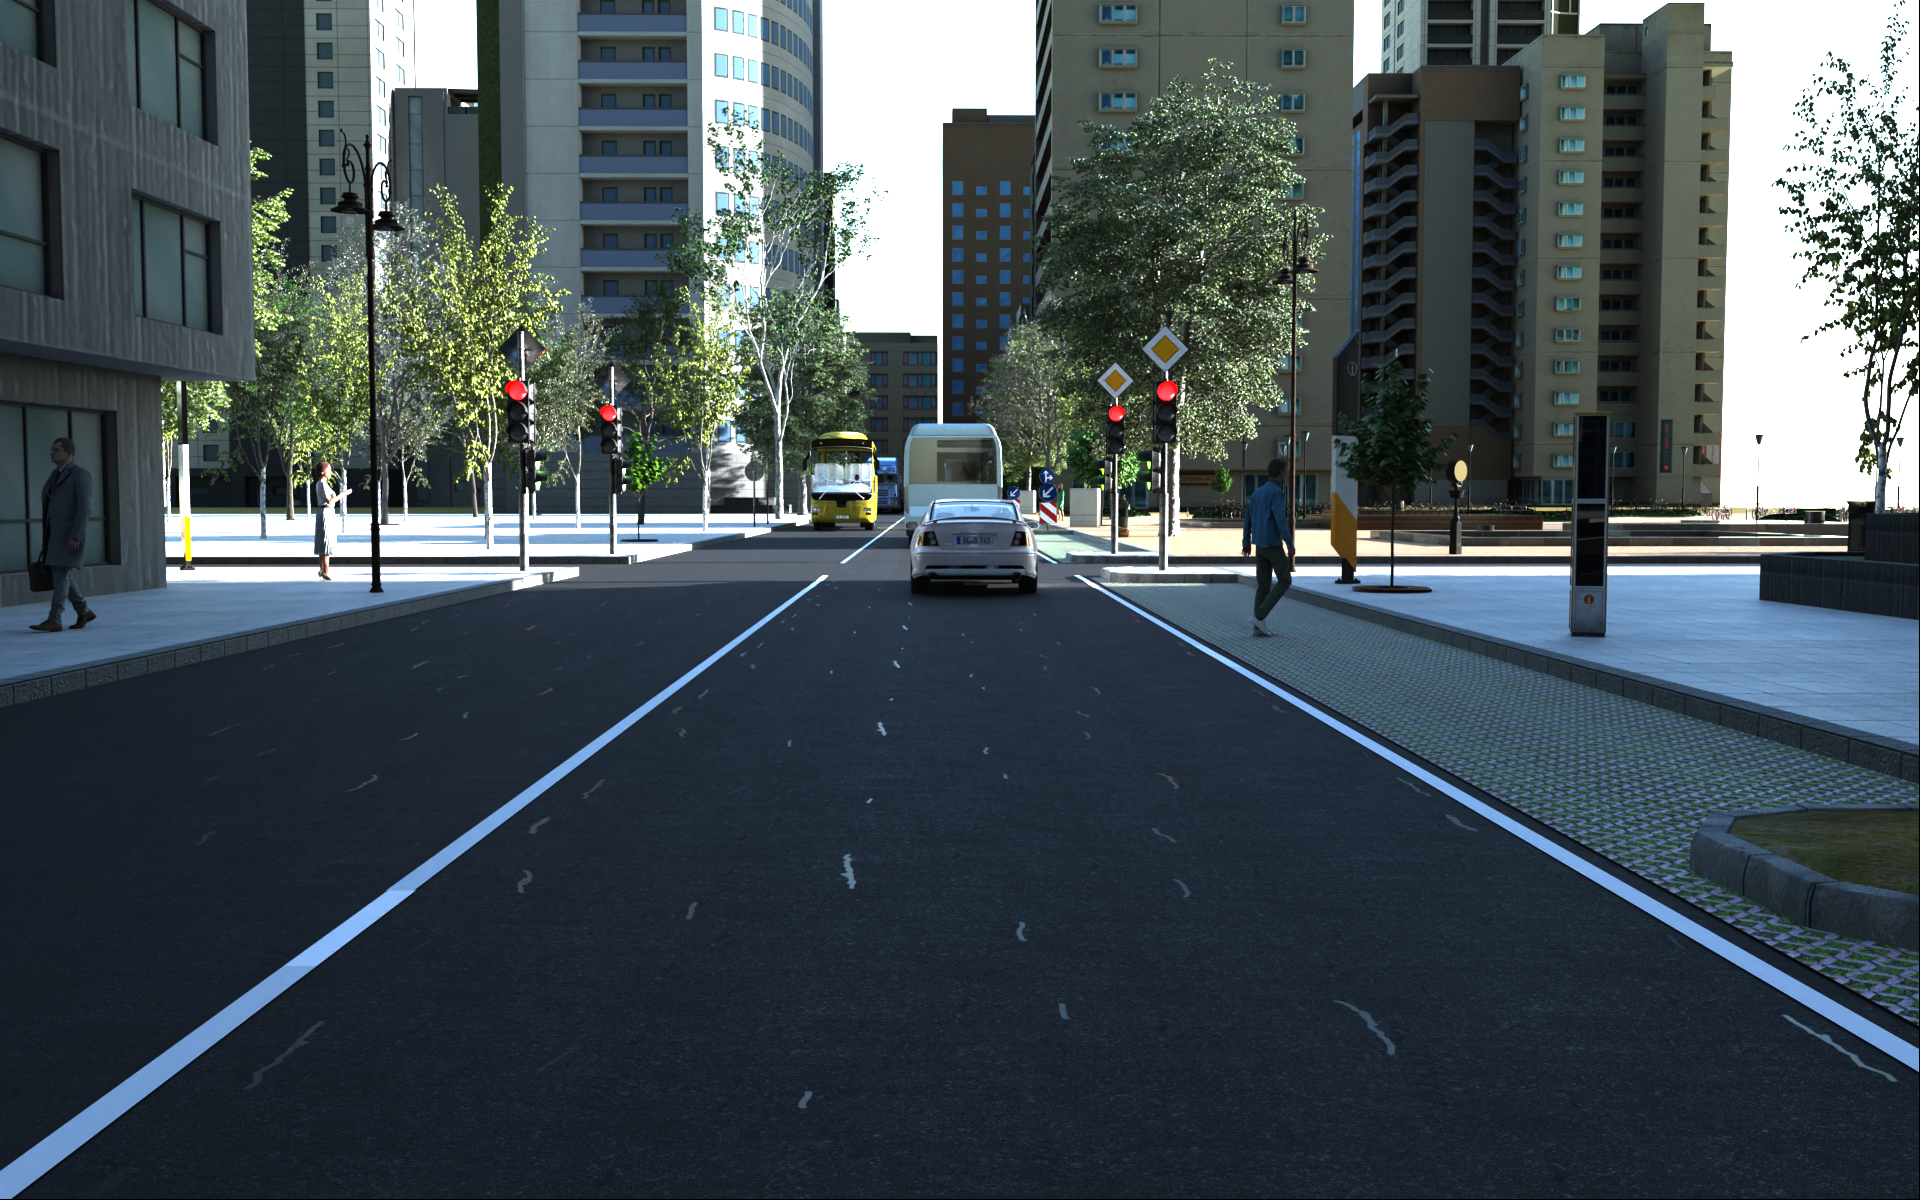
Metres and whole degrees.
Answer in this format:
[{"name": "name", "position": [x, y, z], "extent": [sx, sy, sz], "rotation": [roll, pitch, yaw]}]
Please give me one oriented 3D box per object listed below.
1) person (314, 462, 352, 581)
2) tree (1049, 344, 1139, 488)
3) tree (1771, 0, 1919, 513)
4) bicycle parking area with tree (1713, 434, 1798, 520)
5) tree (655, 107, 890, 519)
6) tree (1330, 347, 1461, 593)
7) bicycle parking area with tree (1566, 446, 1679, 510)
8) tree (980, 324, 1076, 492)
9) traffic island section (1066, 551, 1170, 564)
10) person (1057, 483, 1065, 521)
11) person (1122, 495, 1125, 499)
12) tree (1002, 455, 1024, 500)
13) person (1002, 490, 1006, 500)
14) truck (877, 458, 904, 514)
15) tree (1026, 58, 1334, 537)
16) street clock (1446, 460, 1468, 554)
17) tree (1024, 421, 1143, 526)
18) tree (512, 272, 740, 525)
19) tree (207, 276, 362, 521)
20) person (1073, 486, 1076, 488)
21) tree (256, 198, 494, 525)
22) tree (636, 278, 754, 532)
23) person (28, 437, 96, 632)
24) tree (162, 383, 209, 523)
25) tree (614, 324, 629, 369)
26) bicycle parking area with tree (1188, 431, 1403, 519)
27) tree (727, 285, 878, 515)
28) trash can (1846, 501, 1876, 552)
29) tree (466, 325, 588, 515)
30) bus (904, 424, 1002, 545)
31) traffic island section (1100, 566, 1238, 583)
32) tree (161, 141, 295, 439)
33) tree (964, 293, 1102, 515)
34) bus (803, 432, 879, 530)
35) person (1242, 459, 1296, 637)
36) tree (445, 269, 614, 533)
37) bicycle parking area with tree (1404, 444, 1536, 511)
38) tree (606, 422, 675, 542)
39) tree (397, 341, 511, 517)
[{"name": "person", "position": [-9.340, -1.170, 25.746], "extent": [0.524, 1.755, 0.480], "rotation": [-2, 4, -31]}, {"name": "tree", "position": [5.879, -7.860, 78.873], "extent": [4.737, 8.622, 4.395], "rotation": [0, 3, 0]}, {"name": "tree", "position": [14.564, -4.673, 26.773], "extent": [4.737, 8.622, 4.395], "rotation": [0, 3, 0]}, {"name": "bicycle parking area with tree", "position": [40.515, -5.798, 81.793], "extent": [9.016, 4.147, 8.231], "rotation": [-2, 4, -35]}, {"name": "tree", "position": [-10.637, -14.181, 87.744], "extent": [12.611, 20.169, 13.585], "rotation": [0, 3, 0]}, {"name": "tree", "position": [5.833, -1.727, 22.830], "extent": [1.663, 3.219, 1.824], "rotation": [0, 3, 0]}, {"name": "bicycle parking area with tree", "position": [41.451, -7.187, 104.505], "extent": [8.231, 4.147, 9.016], "rotation": [0, 4, -5]}, {"name": "tree", "position": [4.974, -12.040, 114.978], "extent": [7.486, 12.596, 7.792], "rotation": [0, 3, 0]}, {"name": "traffic island section", "position": [3.326, -0.906, 37.086], "extent": [2.009, 0.180, 2.903], "rotation": [0, 4, -1]}, {"name": "person", "position": [4.826, -4.692, 82.998], "extent": [0.529, 1.795, 0.600], "rotation": [-3, 4, -36]}, {"name": "person", "position": [10.481, -6.158, 111.394], "extent": [0.362, 1.253, 0.373], "rotation": [1, 4, 13]}, {"name": "tree", "position": [4.562, -8.618, 124.615], "extent": [4.285, 4.588, 4.351], "rotation": [0, 3, 0]}, {"name": "person", "position": [4.417, -10.630, 180.518], "extent": [1.217, 1.739, 0.721], "rotation": [-3, 5, -45]}, {"name": "truck", "position": [-5.703, -8.798, 133.613], "extent": [2.967, 4.110, 18.799], "rotation": [0, 3, 0]}, {"name": "tree", "position": [6.347, -8.910, 52.340], "extent": [9.857, 13.997, 8.962], "rotation": [0, 3, 0]}, {"name": "street clock", "position": [10.554, -1.974, 36.839], "extent": [0.471, 2.002, 0.358], "rotation": [-3, 4, -37]}, {"name": "tree", "position": [5.672, -5.270, 69.873], "extent": [4.285, 4.588, 4.351], "rotation": [0, 3, 0]}, {"name": "tree", "position": [-13.111, -8.446, 72.504], "extent": [7.601, 10.594, 8.767], "rotation": [1, 4, 12]}, {"name": "tree", "position": [-32.677, -9.664, 83.757], "extent": [9.928, 11.665, 9.643], "rotation": [0, 3, 0]}, {"name": "person", "position": [7.803, -6.908, 118.994], "extent": [0.705, 1.823, 1.348], "rotation": [1, 4, 13]}, {"name": "tree", "position": [-23.671, -9.846, 71.353], "extent": [12.009, 13.543, 11.850], "rotation": [0, 3, 0]}, {"name": "tree", "position": [-8.846, -6.663, 59.310], "extent": [4.737, 8.622, 4.395], "rotation": [0, 3, 0]}, {"name": "person", "position": [-8.451, -0.619, 16.270], "extent": [0.694, 1.812, 0.767], "rotation": [2, 4, 33]}, {"name": "tree", "position": [-35.389, -7.729, 76.739], "extent": [4.737, 8.622, 4.395], "rotation": [0, 3, 0]}, {"name": "tree", "position": [-14.418, -6.953, 64.038], "extent": [4.360, 8.622, 3.978], "rotation": [0, 3, 0]}, {"name": "bicycle parking area with tree", "position": [15.949, -5.777, 81.451], "extent": [9.016, 4.147, 8.231], "rotation": [1, 4, 15]}, {"name": "tree", "position": [-9.582, -12.079, 104.143], "extent": [9.857, 13.997, 8.962], "rotation": [0, 3, 0]}, {"name": "trash can", "position": [19.072, -1.521, 36.528], "extent": [0.748, 1.137, 0.748], "rotation": [0, 3, 0]}, {"name": "tree", "position": [-26.387, -11.004, 105.663], "extent": [9.928, 11.665, 9.643], "rotation": [0, 3, 0]}, {"name": "bus", "position": [-0.275, -3.488, 51.893], "extent": [2.948, 3.499, 13.247], "rotation": [0, 4, -1]}, {"name": "traffic island section", "position": [3.437, -0.417, 29.102], "extent": [2.009, 0.180, 2.903], "rotation": [0, 4, -1]}, {"name": "tree", "position": [-19.402, -7.511, 40.926], "extent": [7.486, 12.596, 7.792], "rotation": [0, 3, 0]}, {"name": "tree", "position": [5.466, -11.901, 104.958], "extent": [12.009, 13.543, 11.850], "rotation": [0, 3, 0]}, {"name": "bus", "position": [-4.745, -4.914, 71.886], "extent": [2.896, 3.916, 12.252], "rotation": [0, 4, -2]}, {"name": "person", "position": [3.065, -0.518, 17.309], "extent": [0.444, 1.785, 0.601], "rotation": [-1, 4, -17]}, {"name": "tree", "position": [-14.126, -6.532, 57.158], "extent": [4.360, 8.622, 3.978], "rotation": [0, 3, 0]}, {"name": "bicycle parking area with tree", "position": [28.464, -6.988, 101.260], "extent": [9.016, 4.147, 8.231], "rotation": [0, 4, 4]}, {"name": "tree", "position": [-8.823, -3.196, 46.859], "extent": [1.663, 3.219, 1.824], "rotation": [0, 3, 0]}, {"name": "tree", "position": [-26.810, -9.853, 95.502], "extent": [8.767, 10.594, 7.601], "rotation": [-1, 4, -21]}]
